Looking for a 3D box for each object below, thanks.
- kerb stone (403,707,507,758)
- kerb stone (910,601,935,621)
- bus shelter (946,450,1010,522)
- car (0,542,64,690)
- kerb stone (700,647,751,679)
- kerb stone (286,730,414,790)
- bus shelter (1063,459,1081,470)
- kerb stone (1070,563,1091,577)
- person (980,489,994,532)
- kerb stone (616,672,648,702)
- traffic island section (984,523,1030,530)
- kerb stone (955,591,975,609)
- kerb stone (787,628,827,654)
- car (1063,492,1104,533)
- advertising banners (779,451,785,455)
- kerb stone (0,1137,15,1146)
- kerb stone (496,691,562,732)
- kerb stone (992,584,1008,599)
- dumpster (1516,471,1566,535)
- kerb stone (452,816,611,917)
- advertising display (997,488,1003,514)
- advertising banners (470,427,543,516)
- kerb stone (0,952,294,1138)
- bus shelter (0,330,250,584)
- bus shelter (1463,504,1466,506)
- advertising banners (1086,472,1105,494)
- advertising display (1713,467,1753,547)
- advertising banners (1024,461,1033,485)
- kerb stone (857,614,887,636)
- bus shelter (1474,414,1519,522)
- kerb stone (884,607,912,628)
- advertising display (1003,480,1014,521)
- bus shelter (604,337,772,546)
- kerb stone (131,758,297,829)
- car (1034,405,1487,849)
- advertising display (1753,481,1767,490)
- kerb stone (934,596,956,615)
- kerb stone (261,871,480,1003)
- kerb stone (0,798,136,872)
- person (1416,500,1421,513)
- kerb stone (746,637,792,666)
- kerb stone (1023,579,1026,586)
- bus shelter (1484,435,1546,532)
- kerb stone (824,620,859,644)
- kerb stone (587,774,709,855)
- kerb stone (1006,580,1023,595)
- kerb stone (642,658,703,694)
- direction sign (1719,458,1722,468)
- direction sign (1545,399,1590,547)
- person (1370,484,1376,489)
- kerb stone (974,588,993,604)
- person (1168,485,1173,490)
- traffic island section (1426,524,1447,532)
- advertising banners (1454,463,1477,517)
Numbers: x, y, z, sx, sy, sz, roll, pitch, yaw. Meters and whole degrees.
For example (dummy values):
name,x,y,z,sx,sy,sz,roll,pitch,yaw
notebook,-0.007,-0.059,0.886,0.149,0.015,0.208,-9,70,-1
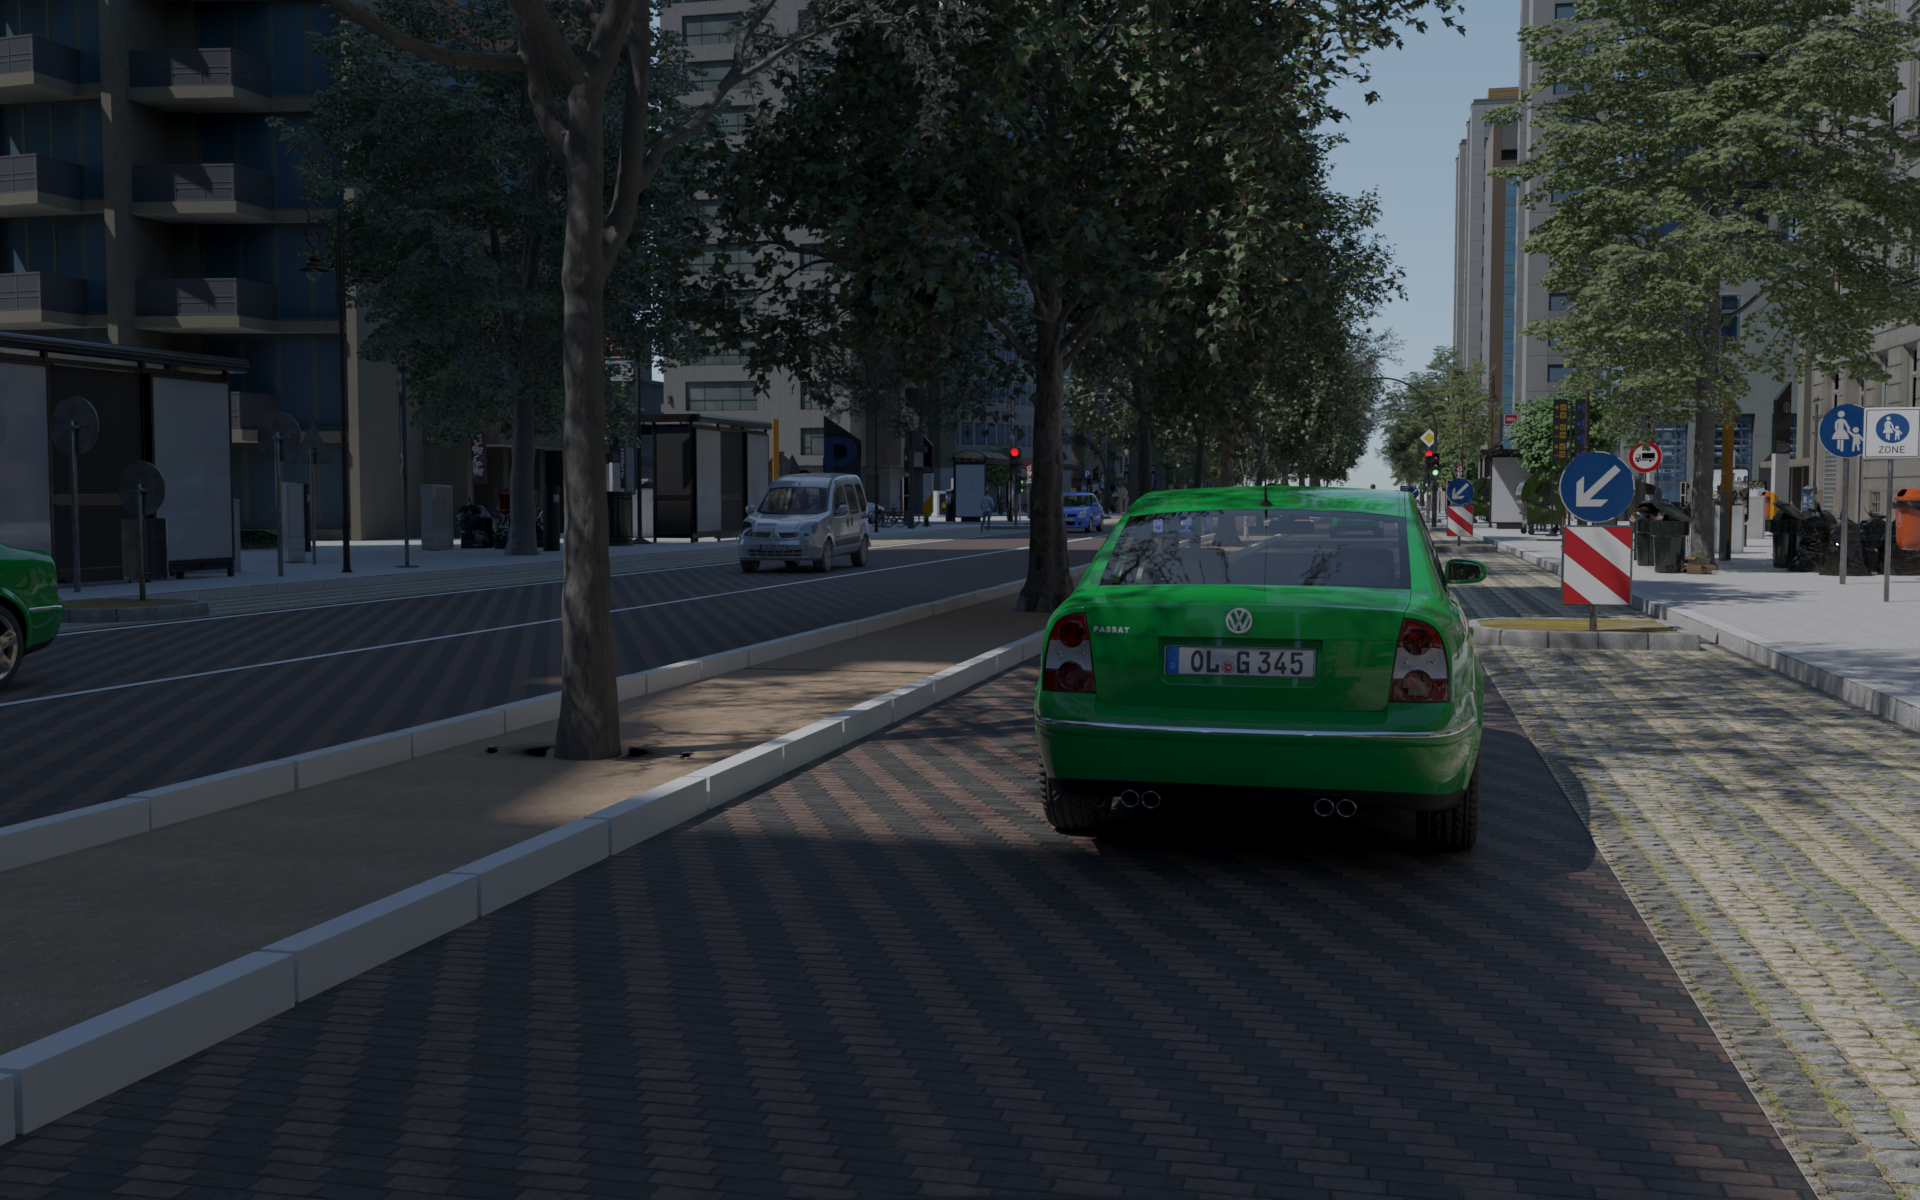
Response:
name,x,y,z,sx,sy,sz,roll,pitch,yaw
kerb stone,-2.888,0.758,9.836,0.120,0.150,1.000,1,4,13
kerb stone,-0.496,0.147,19.800,0.120,0.150,1.000,1,4,13
bus shelter,1.014,-5.355,81.485,2.014,3.302,5.546,1,4,14
car,-8.118,-0.152,11.282,1.959,1.807,4.718,1,4,14
kerb stone,-1.924,0.513,13.819,0.120,0.150,1.000,1,4,13
kerb stone,-3.125,0.818,8.834,0.120,0.150,1.000,1,4,13
bus shelter,5.369,-6.335,97.505,2.014,3.302,5.546,1,4,14
kerb stone,2.149,-0.520,30.788,0.120,0.150,1.000,1,4,13
person,1.009,-3.297,64.213,0.589,1.601,0.330,2,4,28
kerb stone,-2.408,0.634,11.824,0.120,0.150,1.000,1,4,13
traffic island section,2.268,-2.970,70.846,2.009,0.180,2.903,1,4,13
kerb stone,-0.010,0.025,21.793,0.120,0.150,1.000,1,4,13
kerb stone,-1.445,0.390,15.817,0.120,0.150,1.000,1,4,13
car,4.332,-3.406,65.284,1.945,1.707,3.694,1,4,14
advertising banners,-7.656,-4.522,70.130,0.090,3.025,2.074,2,4,27
kerb stone,-2.275,1.156,3.374,0.120,0.150,1.000,1,4,13
kerb stone,-2.649,0.695,10.830,0.120,0.150,1.000,1,4,13
kerb stone,0.468,-0.090,23.793,0.120,0.150,1.000,1,4,13
dumpster,18.358,-3.181,54.503,1.502,2.255,1.985,1,4,13
kerb stone,-1.563,0.970,6.366,0.120,0.150,1.000,1,4,13
advertising display,2.573,-6.393,109.747,0.123,1.923,0.974,1,4,21
advertising banners,-11.758,-2.976,44.839,2.074,3.025,0.090,-3,4,-38
kerb stone,-2.035,1.092,4.368,0.120,0.150,1.000,1,4,13
bus shelter,-13.061,-2.765,22.846,2.179,5.291,8.768,1,4,13
bus shelter,35.117,-8.009,122.225,1.731,3.624,6.357,1,4,13
advertising banners,10.578,-8.617,137.070,2.074,3.025,0.090,-1,4,-10
advertising display,18.688,-2.261,42.186,0.974,1.923,0.123,2,4,34
advertising banners,4.425,-5.891,92.501,2.074,3.025,0.090,0,4,6
kerb stone,-0.969,0.275,17.809,0.120,0.150,1.000,1,4,13
bus shelter,26.201,-6.524,84.306,2.179,5.291,8.768,1,4,14
kerb stone,-0.732,0.213,18.803,0.120,0.150,1.000,1,4,13
advertising display,2.567,-5.200,90.240,0.123,1.923,0.974,-1,4,-13
bus shelter,-7.400,-4.222,46.656,2.179,5.291,8.768,1,4,13
kerb stone,-3.370,0.878,7.841,0.120,0.150,1.000,1,4,13
car,1.591,0.017,8.513,1.959,1.807,4.718,1,4,15
advertising display,38.161,-4.751,82.896,0.123,1.923,0.974,-1,4,-23
kerb stone,-0.249,0.091,20.792,0.120,0.150,1.000,1,4,13
kerb stone,-1.804,1.032,5.373,0.120,0.150,1.000,1,4,13
kerb stone,-3.598,0.943,6.840,0.120,0.150,1.000,1,4,13
person,14.864,-2.643,56.395,0.352,1.250,0.332,3,4,37
kerb stone,-1.680,0.451,14.822,0.120,0.150,1.000,1,4,13
kerb stone,0.952,-0.218,25.779,0.120,0.150,1.000,1,4,13
bus shelter,19.560,-4.086,60.724,2.014,3.302,5.546,1,4,14
kerb stone,-1.211,0.329,16.816,0.120,0.150,1.000,1,4,13
kerb stone,-1.320,0.907,7.361,0.120,0.150,1.000,1,4,13
kerb stone,0.704,-0.158,24.787,0.120,0.150,1.000,1,4,13
kerb stone,-2.164,0.574,12.818,0.120,0.150,1.000,1,4,13
direction sign,47.905,-7.115,108.333,0.876,3.537,0.379,1,4,15
direction sign,14.623,-3.028,41.507,0.876,3.537,0.379,0,4,-2
person,15.216,-3.371,63.792,0.419,1.800,0.721,1,4,21
kerb stone,0.235,-0.037,22.797,0.120,0.150,1.000,1,4,13
person,9.368,-4.201,77.062,0.514,1.842,0.818,1,4,10
traffic island section,18.352,-2.735,66.991,2.009,0.180,2.903,1,4,13
advertising banners,28.461,-6.109,96.063,2.074,3.025,0.090,1,4,15
